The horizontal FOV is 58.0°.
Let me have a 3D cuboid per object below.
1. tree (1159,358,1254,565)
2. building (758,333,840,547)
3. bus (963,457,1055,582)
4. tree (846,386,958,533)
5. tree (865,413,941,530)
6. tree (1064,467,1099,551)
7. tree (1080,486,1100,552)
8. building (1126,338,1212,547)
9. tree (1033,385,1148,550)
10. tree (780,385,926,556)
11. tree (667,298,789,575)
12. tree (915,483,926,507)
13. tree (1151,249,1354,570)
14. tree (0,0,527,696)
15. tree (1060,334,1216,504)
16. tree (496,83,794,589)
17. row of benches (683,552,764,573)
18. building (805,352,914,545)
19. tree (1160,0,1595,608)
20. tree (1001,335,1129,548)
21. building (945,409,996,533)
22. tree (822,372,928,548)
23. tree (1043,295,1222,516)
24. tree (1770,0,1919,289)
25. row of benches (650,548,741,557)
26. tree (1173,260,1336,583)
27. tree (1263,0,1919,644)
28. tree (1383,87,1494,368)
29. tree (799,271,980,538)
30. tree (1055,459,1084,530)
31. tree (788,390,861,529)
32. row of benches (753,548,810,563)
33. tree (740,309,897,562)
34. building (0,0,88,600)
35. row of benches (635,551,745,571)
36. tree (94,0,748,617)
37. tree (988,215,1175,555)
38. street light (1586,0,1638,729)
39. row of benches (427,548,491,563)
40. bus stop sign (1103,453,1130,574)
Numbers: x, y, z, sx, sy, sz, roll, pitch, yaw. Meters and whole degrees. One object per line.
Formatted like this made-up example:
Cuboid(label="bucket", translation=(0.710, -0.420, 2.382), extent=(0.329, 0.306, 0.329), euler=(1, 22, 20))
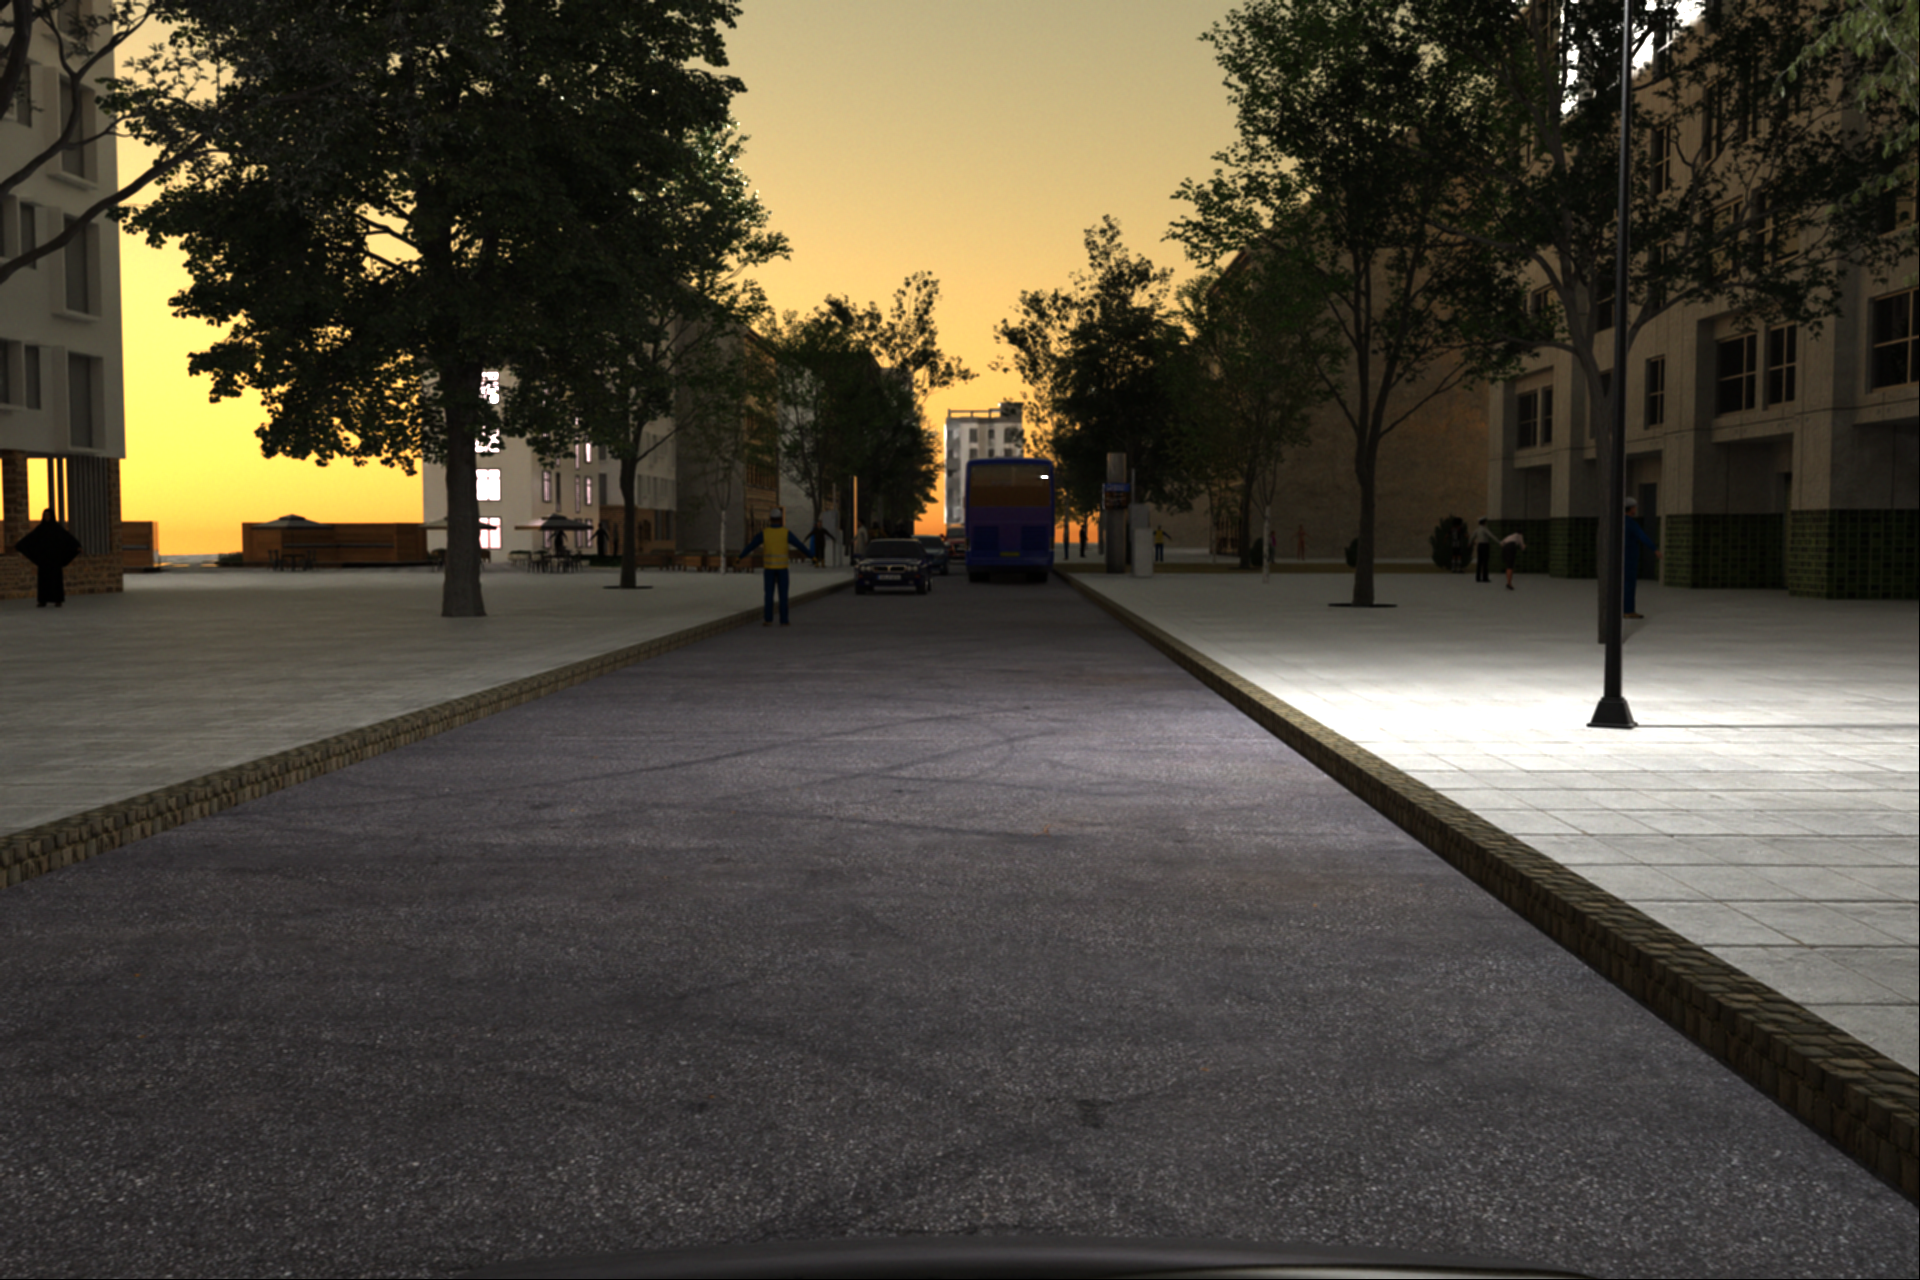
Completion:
Cuboid(label="tree", translation=(10.464, -7.420, 71.683), extent=(4.737, 8.622, 4.395), euler=(0, 3, 0))
Cuboid(label="building", translation=(-22.714, -21.415, 181.064), extent=(19.493, 23.208, 18.063), euler=(0, 4, 1))
Cuboid(label="bus", translation=(1.473, -3.841, 54.355), extent=(2.896, 3.916, 12.251), euler=(0, 4, 1))
Cuboid(label="tree", translation=(-5.381, -14.094, 140.804), extent=(12.009, 13.543, 11.850), euler=(0, 3, 0))
Cuboid(label="tree", translation=(-5.417, -14.706, 158.566), extent=(7.486, 12.596, 7.792), euler=(0, 3, 0))
Cuboid(label="tree", translation=(9.408, -10.889, 128.405), extent=(4.737, 8.622, 4.395), euler=(0, 3, 0))
Cuboid(label="tree", translation=(9.926, -10.466, 121.482), extent=(4.737, 8.622, 4.395), euler=(0, 3, 0))
Cuboid(label="building", translation=(27.154, -21.515, 182.691), extent=(19.493, 23.208, 18.063), euler=(0, 4, 1))
Cuboid(label="tree", translation=(10.367, -14.107, 141.026), extent=(12.009, 13.543, 11.850), euler=(0, 3, 0))
Cuboid(label="tree", translation=(-6.502, -10.153, 100.407), extent=(8.767, 10.594, 7.601), euler=(-1, 4, -22))
Cuboid(label="tree", translation=(-7.470, -6.345, 54.099), extent=(4.360, 8.622, 3.978), euler=(0, 3, 0))
Cuboid(label="tree", translation=(-9.452, -21.062, 254.730), extent=(12.009, 13.543, 11.850), euler=(0, 3, 0))
Cuboid(label="tree", translation=(10.495, -8.365, 62.528), extent=(9.928, 11.665, 9.643), euler=(0, 3, 0))
Cuboid(label="tree", translation=(-8.108, -6.294, 13.275), extent=(12.009, 13.543, 11.850), euler=(0, 3, 0))
Cuboid(label="tree", translation=(8.423, -8.904, 79.992), extent=(8.767, 10.594, 7.601), euler=(3, 4, 39))
Cuboid(label="tree", translation=(-7.713, -7.009, 40.359), extent=(9.928, 11.665, 9.643), euler=(0, 3, 0))
Cuboid(label="row of benches", translation=(-7.824, -2.595, 57.883), extent=(1.422, 0.672, 4.104), euler=(-3, 5, -43))
Cuboid(label="building", translation=(-20.229, -22.422, 210.569), extent=(27.936, 21.610, 32.646), euler=(0, 4, 1))
Cuboid(label="tree", translation=(7.159, -6.381, 30.082), extent=(9.928, 11.665, 9.643), euler=(0, 3, 0))
Cuboid(label="tree", translation=(9.724, -18.795, 163.187), extent=(12.611, 20.169, 13.585), euler=(0, 3, 0))
Cuboid(label="building", translation=(-1.776, -24.042, 251.971), extent=(11.380, 20.090, 16.016), euler=(0, 4, -6))
Cuboid(label="tree", translation=(-5.680, -11.284, 110.245), extent=(9.928, 11.665, 9.643), euler=(0, 3, 0))
Cuboid(label="tree", translation=(9.129, -11.303, 91.455), extent=(9.857, 13.997, 8.962), euler=(0, 3, 0))
Cuboid(label="tree", translation=(7.019, -3.786, 12.267), extent=(4.360, 8.622, 3.978), euler=(0, 3, 0))
Cuboid(label="row of benches", translation=(-11.727, -3.722, 76.321), extent=(4.104, 0.672, 1.422), euler=(0, 4, -6))
Cuboid(label="tree", translation=(8.033, -5.768, 44.675), extent=(4.360, 8.622, 3.978), euler=(0, 3, 0))
Cuboid(label="tree", translation=(7.722, -5.252, 20.285), extent=(8.767, 10.594, 7.601), euler=(1, 4, 14))
Cuboid(label="tree", translation=(24.821, -13.283, 73.072), extent=(12.611, 20.169, 13.585), euler=(0, 3, 0))
Cuboid(label="tree", translation=(-4.239, -16.361, 123.390), extent=(12.611, 20.169, 13.585), euler=(0, 3, 0))
Cuboid(label="tree", translation=(15.770, -20.476, 252.904), extent=(7.486, 12.596, 7.792), euler=(0, 3, 0))
Cuboid(label="tree", translation=(-6.567, -8.426, 88.135), extent=(4.360, 8.622, 3.978), euler=(0, 3, 0))
Cuboid(label="row of benches", translation=(-7.698, -3.740, 76.604), extent=(1.422, 0.672, 4.104), euler=(2, 4, 29))
Cuboid(label="tree", translation=(-6.616, -9.420, 79.778), extent=(9.928, 11.665, 9.643), euler=(0, 3, 0))
Cuboid(label="building", translation=(-23.789, -10.302, 24.865), extent=(16.016, 20.090, 11.380), euler=(0, 4, 2))
Cuboid(label="row of benches", translation=(-9.474, -2.793, 61.134), extent=(4.104, 0.672, 1.422), euler=(1, 4, 14))
Cuboid(label="tree", translation=(-7.867, -7.337, 26.616), extent=(9.857, 13.997, 8.962), euler=(0, 3, 0))
Cuboid(label="tree", translation=(7.980, -15.276, 105.656), extent=(12.611, 20.169, 13.585), euler=(0, 3, 0))
Cuboid(label="street light", translation=(4.895, -2.374, 11.361), extent=(1.470, 5.913, 1.316), euler=(0, 4, 1))
Cuboid(label="row of benches", translation=(-22.652, -3.736, 76.550), extent=(4.104, 0.672, 1.422), euler=(-3, 5, -39))
Cuboid(label="bus stop sign", translation=(5.081, -4.113, 56.263), extent=(0.837, 3.901, 0.837), euler=(0, 4, 1))
